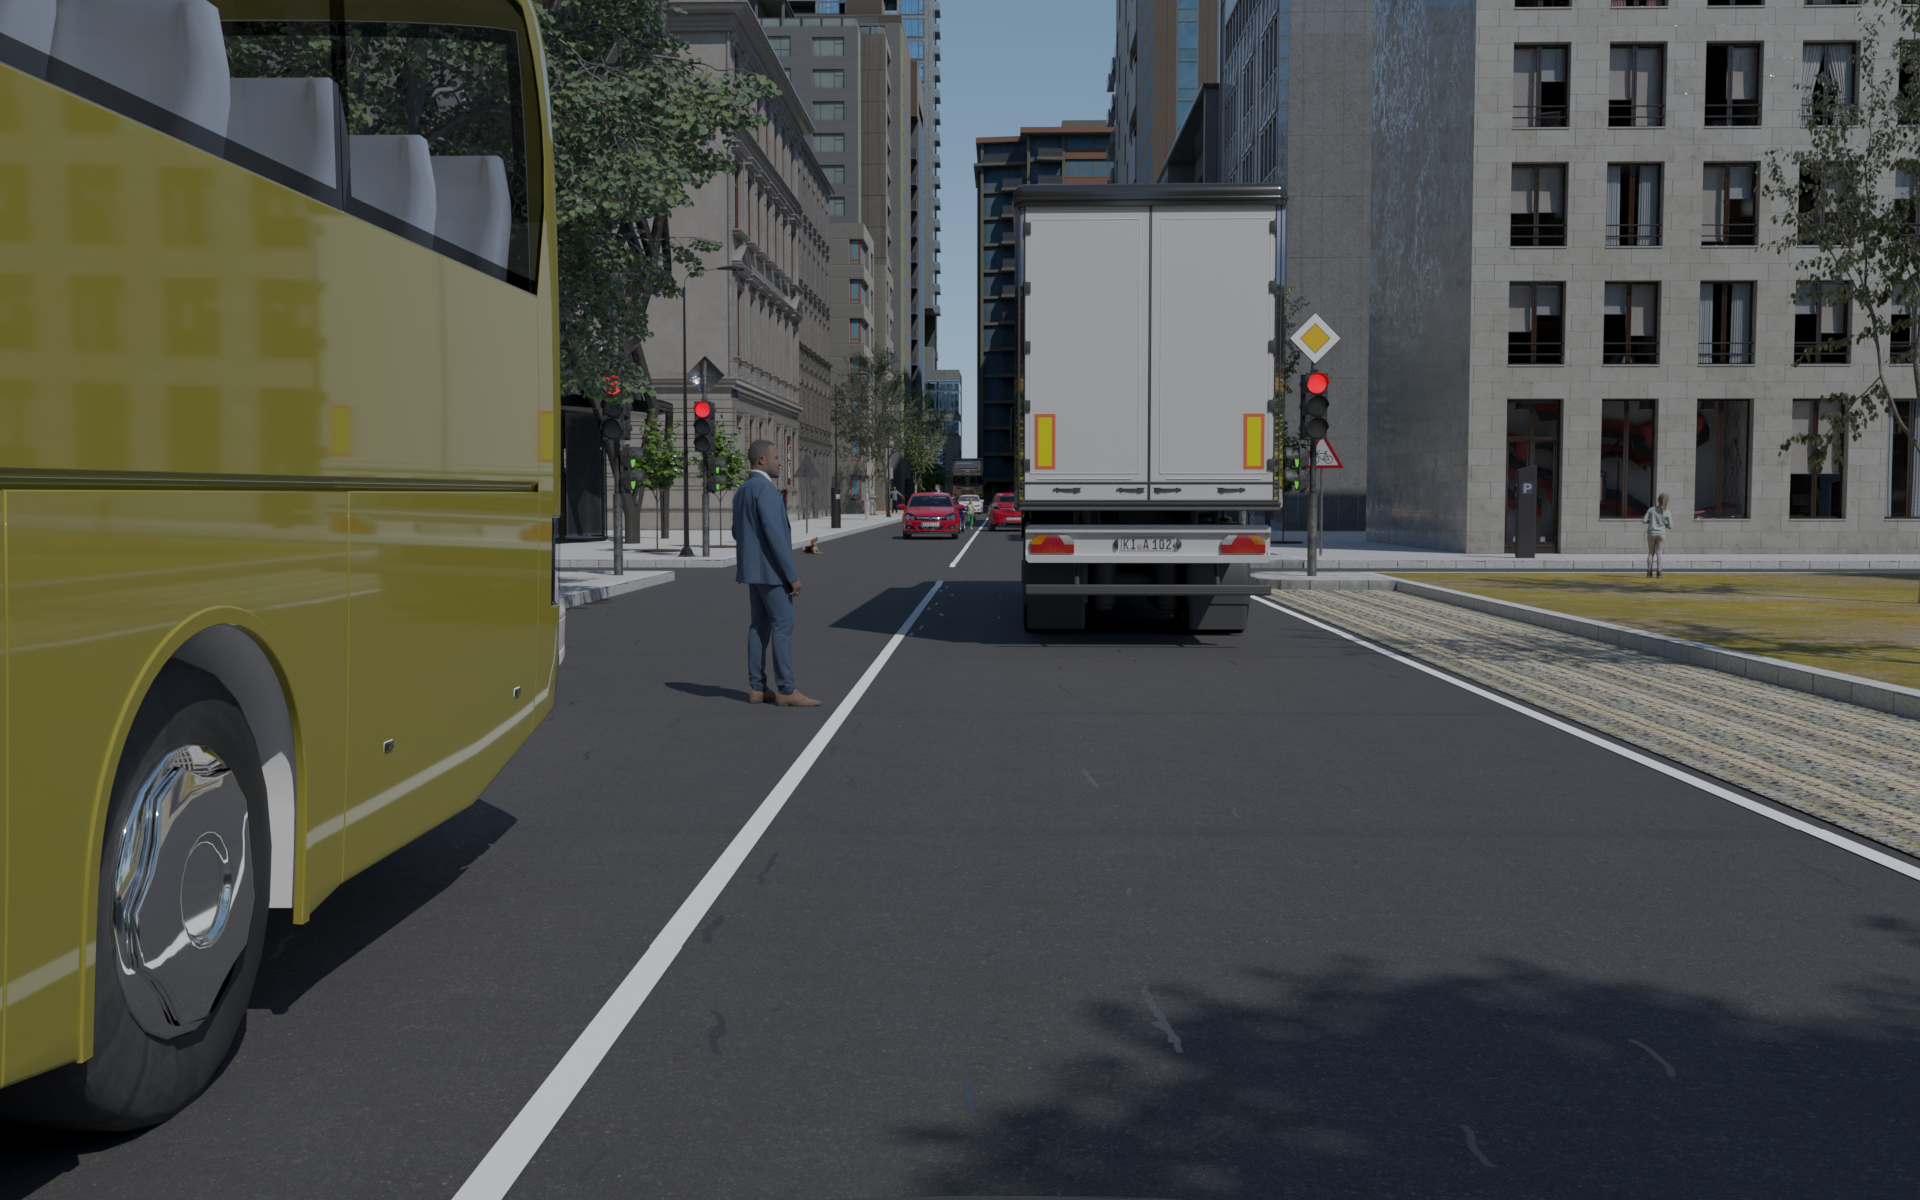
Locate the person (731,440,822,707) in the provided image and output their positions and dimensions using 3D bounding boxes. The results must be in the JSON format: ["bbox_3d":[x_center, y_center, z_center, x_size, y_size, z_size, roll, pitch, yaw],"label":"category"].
[{"bbox_3d":[-1.310,-0.192,11.818,0.419,1.800,0.721,-3,4,-38],"label":"person"}]

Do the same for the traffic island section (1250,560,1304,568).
[{"bbox_3d":[5.734,-0.782,35.061,2.009,0.180,2.903,0,4,2],"label":"traffic island section"}]

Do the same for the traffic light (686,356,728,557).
[{"bbox_3d":[-5.163,-2.832,35.222,0.839,4.253,0.868,0,4,2],"label":"traffic light"}]

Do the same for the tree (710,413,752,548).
[{"bbox_3d":[-5.725,-2.860,41.361,1.663,3.219,1.824,0,3,0],"label":"tree"}]

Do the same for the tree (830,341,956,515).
[{"bbox_3d":[-4.443,-10.449,105.258,8.767,10.594,7.601,-1,4,-17],"label":"tree"}]

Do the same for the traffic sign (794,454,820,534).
[{"bbox_3d":[-4.980,-3.441,56.268,0.884,2.594,0.081,0,4,6],"label":"traffic sign"}]

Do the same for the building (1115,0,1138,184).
[{"bbox_3d":[26.651,-33.607,138.717,28.713,52.752,27.495,0,4,2],"label":"building"}]

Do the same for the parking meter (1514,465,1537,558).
[{"bbox_3d":[11.309,-1.772,34.677,0.399,1.863,0.255,0,4,5],"label":"parking meter"}]

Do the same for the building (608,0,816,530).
[{"bbox_3d":[-12.755,-14.315,70.208,11.583,22.565,21.152,0,4,2],"label":"building"}]

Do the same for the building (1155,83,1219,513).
[{"bbox_3d":[18.683,-16.825,94.154,14.314,24.678,30.058,0,4,2],"label":"building"}]

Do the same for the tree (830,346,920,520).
[{"bbox_3d":[-4.433,-8.309,86.217,4.360,8.622,3.978,0,3,0],"label":"tree"}]

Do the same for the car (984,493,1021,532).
[{"bbox_3d":[2.008,-3.585,67.657,2.155,1.783,4.494,0,4,0],"label":"car"}]

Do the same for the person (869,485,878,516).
[{"bbox_3d":[-5.153,-5.951,103.538,0.583,1.804,0.606,1,4,16],"label":"person"}]

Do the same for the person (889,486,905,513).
[{"bbox_3d":[-4.429,-6.800,117.211,1.348,1.826,0.705,0,4,-1],"label":"person"}]

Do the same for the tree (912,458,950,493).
[{"bbox_3d":[-2.564,-10.261,151.477,4.285,4.588,4.351,0,3,0],"label":"tree"}]

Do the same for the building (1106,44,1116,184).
[{"bbox_3d":[25.692,-33.535,167.900,23.786,49.044,30.456,0,4,2],"label":"building"}]

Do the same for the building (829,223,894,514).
[{"bbox_3d":[-19.567,-17.154,125.504,27.650,21.520,28.899,0,4,2],"label":"building"}]

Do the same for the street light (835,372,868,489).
[{"bbox_3d":[-4.186,-5.721,66.085,1.470,5.913,1.316,0,4,2],"label":"street light"}]

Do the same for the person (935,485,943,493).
[{"bbox_3d":[-0.944,-4.165,76.381,0.755,1.850,0.659,-2,4,-30],"label":"person"}]

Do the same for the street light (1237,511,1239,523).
[{"bbox_3d":[7.526,-4.731,49.892,1.470,5.913,1.316,0,4,2],"label":"street light"}]

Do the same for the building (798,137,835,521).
[{"bbox_3d":[-12.279,-14.779,90.779,9.793,20.994,18.267,0,4,2],"label":"building"}]

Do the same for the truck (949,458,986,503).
[{"bbox_3d":[0.643,-9.080,137.379,2.839,4.237,11.283,0,4,0],"label":"truck"}]

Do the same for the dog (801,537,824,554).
[{"bbox_3d":[-3.553,-1.316,41.712,0.550,0.427,0.748,0,4,-6],"label":"dog"}]

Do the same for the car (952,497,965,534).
[{"bbox_3d":[-0.749,-3.135,63.832,1.945,1.354,3.894,0,4,3],"label":"car"}]

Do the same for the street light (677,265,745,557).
[{"bbox_3d":[-5.052,-3.834,35.233,1.470,5.913,1.316,0,4,2],"label":"street light"}]

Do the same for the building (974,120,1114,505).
[{"bbox_3d":[14.536,-33.707,205.728,28.867,44.769,22.147,0,4,2],"label":"building"}]

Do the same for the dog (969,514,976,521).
[{"bbox_3d":[0.750,-4.528,90.876,0.800,0.831,0.513,-2,4,-28],"label":"dog"}]

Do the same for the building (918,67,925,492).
[{"bbox_3d":[-11.063,-32.225,176.982,14.200,45.320,14.600,0,4,2],"label":"building"}]

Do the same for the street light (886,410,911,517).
[{"bbox_3d":[-3.421,-7.545,95.908,1.470,5.913,1.316,0,4,2],"label":"street light"}]

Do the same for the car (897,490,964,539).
[{"bbox_3d":[-0.937,-2.877,56.074,2.155,1.783,4.494,0,4,0],"label":"car"}]

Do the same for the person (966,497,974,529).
[{"bbox_3d":[0.409,-3.523,70.346,0.306,1.304,0.590,-1,4,-13],"label":"person"}]

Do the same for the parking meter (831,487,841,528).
[{"bbox_3d":[-4.640,-3.448,64.782,0.372,1.533,0.369,0,3,0],"label":"parking meter"}]

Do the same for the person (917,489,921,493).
[{"bbox_3d":[-3.317,-8.107,139.311,1.217,1.743,0.721,0,4,-3],"label":"person"}]

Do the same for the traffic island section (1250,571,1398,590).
[{"bbox_3d":[5.521,-0.293,27.079,2.009,0.180,2.903,0,4,2],"label":"traffic island section"}]

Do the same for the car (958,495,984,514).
[{"bbox_3d":[0.679,-6.850,124.356,2.083,1.381,4.827,0,4,3],"label":"car"}]

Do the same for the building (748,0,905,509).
[{"bbox_3d":[-12.116,-28.292,146.164,14.154,41.232,14.086,0,4,2],"label":"building"}]

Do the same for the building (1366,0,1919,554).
[{"bbox_3d":[19.384,-11.416,41.408,16.860,20.320,10.420,0,4,2],"label":"building"}]

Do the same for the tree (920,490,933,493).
[{"bbox_3d":[-3.201,-10.350,163.817,1.663,3.219,1.824,0,3,0],"label":"tree"}]

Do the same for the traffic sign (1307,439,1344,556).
[{"bbox_3d":[7.510,-2.201,35.994,0.884,2.594,0.081,1,4,10],"label":"traffic sign"}]

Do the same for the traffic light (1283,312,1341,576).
[{"bbox_3d":[5.481,-2.327,26.966,0.839,4.253,0.868,0,4,2],"label":"traffic light"}]

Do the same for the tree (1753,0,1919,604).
[{"bbox_3d":[11.388,-4.273,20.223,4.360,8.622,3.978,0,3,0],"label":"tree"}]

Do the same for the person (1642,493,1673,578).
[{"bbox_3d":[10.622,-0.985,26.421,0.425,1.301,0.394,1,4,9],"label":"person"}]

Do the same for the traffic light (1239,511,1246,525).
[{"bbox_3d":[5.695,-2.815,34.948,0.839,4.253,0.868,0,4,2],"label":"traffic light"}]

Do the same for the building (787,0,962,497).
[{"bbox_3d":[-15.365,-54.644,206.099,31.000,86.520,22.319,0,4,2],"label":"building"}]

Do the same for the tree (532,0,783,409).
[{"bbox_3d":[-6.554,-6.892,19.333,9.857,13.997,8.962,0,3,0],"label":"tree"}]

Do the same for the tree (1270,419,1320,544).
[{"bbox_3d":[8.542,-3.081,44.975,1.663,3.219,1.824,0,3,0],"label":"tree"}]

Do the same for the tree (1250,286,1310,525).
[{"bbox_3d":[9.274,-6.456,55.924,4.737,8.622,4.395,0,3,0],"label":"tree"}]

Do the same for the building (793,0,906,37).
[{"bbox_3d":[-11.842,-31.216,160.497,14.600,45.320,14.200,0,4,2],"label":"building"}]

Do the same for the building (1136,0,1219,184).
[{"bbox_3d":[19.492,-28.637,118.319,14.600,45.320,14.200,0,4,2],"label":"building"}]

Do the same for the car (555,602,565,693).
[{"bbox_3d":[-3.717,0.130,10.243,2.083,1.381,4.827,0,4,2],"label":"car"}]

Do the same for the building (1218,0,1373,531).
[{"bbox_3d":[17.485,-15.352,69.035,12.078,24.808,19.932,0,4,2],"label":"building"}]

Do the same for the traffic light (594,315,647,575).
[{"bbox_3d":[-5.377,-2.344,27.239,0.839,4.253,0.868,0,4,2],"label":"traffic light"}]

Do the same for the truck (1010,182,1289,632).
[{"bbox_3d":[1.962,-1.979,21.264,2.839,4.237,11.283,0,4,3],"label":"truck"}]

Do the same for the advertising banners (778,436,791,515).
[{"bbox_3d":[-5.216,-3.376,51.387,0.090,3.025,2.074,0,4,6],"label":"advertising banners"}]

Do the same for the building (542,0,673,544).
[{"bbox_3d":[-16.374,-10.886,45.432,16.820,18.784,16.811,0,4,2],"label":"building"}]

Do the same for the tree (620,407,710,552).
[{"bbox_3d":[-6.831,-2.690,38.575,1.663,3.219,1.824,0,3,0],"label":"tree"}]

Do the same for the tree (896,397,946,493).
[{"bbox_3d":[-3.162,-11.147,132.613,4.737,8.622,4.395,0,3,0],"label":"tree"}]

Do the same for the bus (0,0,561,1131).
[{"bbox_3d":[-3.000,-0.585,1.116,2.896,3.916,12.252,0,4,1],"label":"bus"}]
